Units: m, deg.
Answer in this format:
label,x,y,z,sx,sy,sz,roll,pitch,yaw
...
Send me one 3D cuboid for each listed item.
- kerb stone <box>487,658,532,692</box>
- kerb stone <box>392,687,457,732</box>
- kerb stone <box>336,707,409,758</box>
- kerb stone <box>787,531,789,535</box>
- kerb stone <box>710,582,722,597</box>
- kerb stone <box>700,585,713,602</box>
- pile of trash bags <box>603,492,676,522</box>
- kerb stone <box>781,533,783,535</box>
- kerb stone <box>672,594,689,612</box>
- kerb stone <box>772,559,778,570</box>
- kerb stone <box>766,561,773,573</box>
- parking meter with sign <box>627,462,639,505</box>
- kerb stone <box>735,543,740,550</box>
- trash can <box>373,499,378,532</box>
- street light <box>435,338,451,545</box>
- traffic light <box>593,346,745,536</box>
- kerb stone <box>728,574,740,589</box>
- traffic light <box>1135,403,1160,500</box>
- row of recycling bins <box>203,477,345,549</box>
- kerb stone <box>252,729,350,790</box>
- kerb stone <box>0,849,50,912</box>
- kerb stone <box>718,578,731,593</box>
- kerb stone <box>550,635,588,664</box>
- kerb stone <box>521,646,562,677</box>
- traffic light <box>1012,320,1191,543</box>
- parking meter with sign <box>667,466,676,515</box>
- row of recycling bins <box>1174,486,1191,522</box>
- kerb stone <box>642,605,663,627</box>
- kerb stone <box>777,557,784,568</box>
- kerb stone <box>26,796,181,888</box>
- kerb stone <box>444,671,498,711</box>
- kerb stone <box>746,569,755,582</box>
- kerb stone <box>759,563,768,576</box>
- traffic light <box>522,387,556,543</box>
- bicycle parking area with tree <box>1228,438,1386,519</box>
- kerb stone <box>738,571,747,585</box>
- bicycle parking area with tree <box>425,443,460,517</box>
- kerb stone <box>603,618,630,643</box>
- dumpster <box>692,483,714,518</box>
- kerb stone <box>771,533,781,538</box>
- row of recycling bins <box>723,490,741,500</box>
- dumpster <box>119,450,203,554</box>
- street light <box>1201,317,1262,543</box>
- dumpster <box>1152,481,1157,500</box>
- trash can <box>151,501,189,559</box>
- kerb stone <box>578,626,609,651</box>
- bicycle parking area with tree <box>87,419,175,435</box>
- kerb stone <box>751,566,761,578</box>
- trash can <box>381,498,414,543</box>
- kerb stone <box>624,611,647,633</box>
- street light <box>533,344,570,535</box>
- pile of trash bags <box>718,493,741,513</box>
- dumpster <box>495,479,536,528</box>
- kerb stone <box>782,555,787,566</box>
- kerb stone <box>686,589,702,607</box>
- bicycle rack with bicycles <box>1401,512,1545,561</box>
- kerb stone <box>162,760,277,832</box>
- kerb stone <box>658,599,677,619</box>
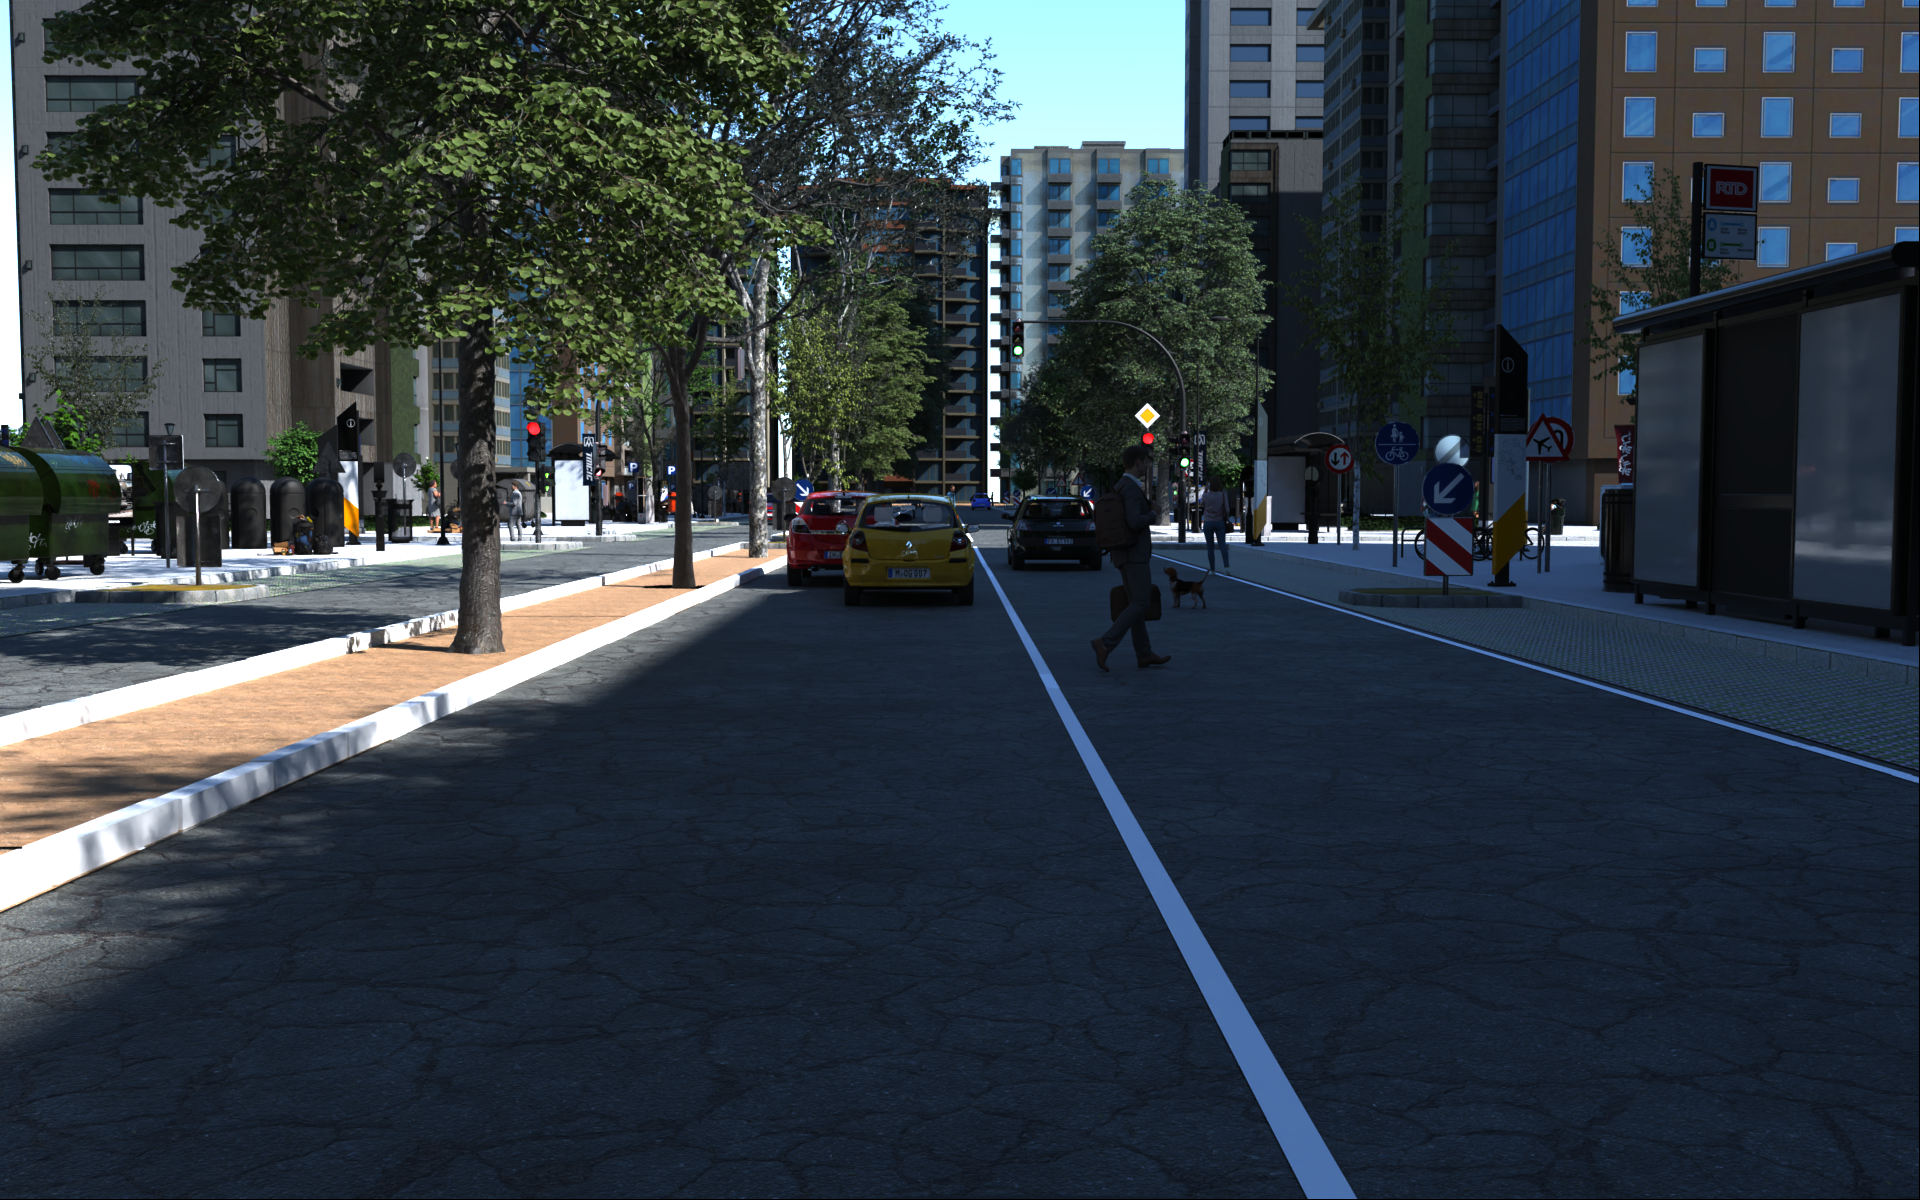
label,x,y,z,sx,sy,sz,roll,pitch,yaw
kerb stone,-3.397,0.572,12.950,0.120,0.150,1.000,0,4,0
kerb stone,-3.380,0.695,10.893,0.120,0.150,1.000,0,4,0
kerb stone,-3.369,0.758,9.871,0.120,0.150,1.000,0,4,0
kerb stone,-5.862,-2.163,57.594,0.120,0.150,1.000,0,4,0
kerb stone,-3.489,-0.122,24.240,0.120,0.150,1.000,0,4,0
kerb stone,-3.475,-0.061,23.212,0.120,0.150,1.000,0,4,0
pile of trash bags,-14.290,-4.254,79.307,3.447,1.369,1.912,2,4,32
kerb stone,-5.835,-2.037,55.548,0.120,0.150,1.000,0,4,0
kerb stone,-3.471,0.064,21.157,0.120,0.150,1.000,0,4,0
kerb stone,-3.559,-0.622,32.435,0.120,0.150,1.000,0,4,0
kerb stone,-3.546,-0.564,31.413,0.120,0.150,1.000,0,4,0
parking meter with sign,-17.909,-6.008,94.499,0.543,3.016,1.738,0,4,-2
kerb stone,-5.739,-1.320,43.776,0.120,0.150,1.000,0,4,0
trash can,-18.507,-2.697,55.746,0.748,1.137,0.748,0,3,0
street light,-12.545,-4.351,43.672,1.470,5.913,1.316,0,4,0
traffic light,-9.020,-4.813,53.362,4.771,5.953,1.251,0,4,0
kerb stone,-3.504,-0.250,26.291,0.120,0.150,1.000,0,4,0
traffic light,5.750,-3.947,53.461,0.839,4.253,0.868,0,4,0
row of recycling bins,-16.386,-2.077,41.066,3.534,1.692,1.069,-3,5,-40
kerb stone,-3.365,0.816,8.849,0.120,0.150,1.000,0,4,0
kerb stone,-3.344,1.006,5.770,0.120,0.150,1.000,0,4,0
kerb stone,-3.494,-0.188,25.269,0.120,0.150,1.000,0,4,0
kerb stone,-3.412,0.440,15.003,0.120,0.150,1.000,0,4,0
kerb stone,-3.406,0.508,13.982,0.120,0.150,1.000,0,4,0
traffic light,3.723,-4.321,45.318,4.771,5.953,1.251,0,4,0
parking meter with sign,-17.712,-6.753,106.665,0.543,3.016,1.738,-1,4,-12
row of recycling bins,10.461,-4.466,80.138,1.069,1.692,3.534,1,4,14
kerb stone,-3.444,0.189,19.103,0.120,0.150,1.000,0,4,0
kerb stone,-3.560,-0.688,33.457,0.120,0.150,1.000,0,4,0
kerb stone,-3.352,0.942,6.798,0.120,0.150,1.000,0,4,0
kerb stone,-3.383,0.629,11.915,0.120,0.150,1.000,0,4,0
kerb stone,-3.520,-0.375,28.342,0.120,0.150,1.000,0,4,0
kerb stone,-3.534,-0.501,30.387,0.120,0.150,1.000,0,4,0
traffic light,-11.047,-3.450,45.325,0.839,4.253,0.868,0,4,0
bicycle parking area with tree,17.606,-6.287,89.788,8.231,4.147,9.016,0,4,6
kerb stone,-3.516,-0.313,27.315,0.120,0.150,1.000,0,4,0
bicycle parking area with tree,-31.017,-6.780,97.853,8.231,4.147,9.016,1,4,14
kerb stone,-3.427,0.315,17.051,0.120,0.150,1.000,0,4,0
dumpster,-13.896,-5.422,94.402,1.264,1.857,1.865,0,4,0
kerb stone,-5.832,-1.977,54.526,0.120,0.150,1.000,0,4,0
row of recycling bins,-16.084,-7.309,126.619,3.534,1.692,1.069,1,4,9
dumpster,-17.384,-2.149,37.625,1.502,2.255,1.985,0,4,-1
street light,7.247,-4.461,45.475,1.470,5.913,1.316,0,4,0
dumpster,8.324,-4.745,80.079,1.502,2.255,1.985,0,4,-1
trash can,-15.636,-1.391,34.393,0.748,1.137,0.748,0,3,0
kerb stone,-3.427,0.377,16.028,0.120,0.150,1.000,0,4,0
bicycle parking area with tree,-32.220,-4.931,67.627,9.016,4.147,8.231,1,4,21
kerb stone,-3.537,-0.438,29.363,0.120,0.150,1.000,0,4,0
trash can,-14.618,-2.053,45.222,0.748,1.137,0.748,0,3,0
kerb stone,-3.441,0.254,18.082,0.120,0.150,1.000,0,4,0
street light,-12.585,-4.963,53.693,1.470,5.913,1.316,0,4,0
pile of trash bags,-16.365,-6.976,123.815,1.912,1.369,3.447,2,4,26
dumpster,-16.825,-3.653,65.484,1.264,1.857,1.865,0,4,0
kerb stone,-3.576,-0.752,34.487,0.120,0.150,1.000,0,4,0
kerb stone,-3.474,0.000,22.190,0.120,0.150,1.000,0,4,0
bicycle rack with bicycles,10.037,-1.263,34.030,2.925,0.926,2.852,0,4,-3
kerb stone,-3.354,0.884,7.828,0.120,0.150,1.000,0,4,0
kerb stone,-3.452,0.126,20.128,0.120,0.150,1.000,0,4,0
